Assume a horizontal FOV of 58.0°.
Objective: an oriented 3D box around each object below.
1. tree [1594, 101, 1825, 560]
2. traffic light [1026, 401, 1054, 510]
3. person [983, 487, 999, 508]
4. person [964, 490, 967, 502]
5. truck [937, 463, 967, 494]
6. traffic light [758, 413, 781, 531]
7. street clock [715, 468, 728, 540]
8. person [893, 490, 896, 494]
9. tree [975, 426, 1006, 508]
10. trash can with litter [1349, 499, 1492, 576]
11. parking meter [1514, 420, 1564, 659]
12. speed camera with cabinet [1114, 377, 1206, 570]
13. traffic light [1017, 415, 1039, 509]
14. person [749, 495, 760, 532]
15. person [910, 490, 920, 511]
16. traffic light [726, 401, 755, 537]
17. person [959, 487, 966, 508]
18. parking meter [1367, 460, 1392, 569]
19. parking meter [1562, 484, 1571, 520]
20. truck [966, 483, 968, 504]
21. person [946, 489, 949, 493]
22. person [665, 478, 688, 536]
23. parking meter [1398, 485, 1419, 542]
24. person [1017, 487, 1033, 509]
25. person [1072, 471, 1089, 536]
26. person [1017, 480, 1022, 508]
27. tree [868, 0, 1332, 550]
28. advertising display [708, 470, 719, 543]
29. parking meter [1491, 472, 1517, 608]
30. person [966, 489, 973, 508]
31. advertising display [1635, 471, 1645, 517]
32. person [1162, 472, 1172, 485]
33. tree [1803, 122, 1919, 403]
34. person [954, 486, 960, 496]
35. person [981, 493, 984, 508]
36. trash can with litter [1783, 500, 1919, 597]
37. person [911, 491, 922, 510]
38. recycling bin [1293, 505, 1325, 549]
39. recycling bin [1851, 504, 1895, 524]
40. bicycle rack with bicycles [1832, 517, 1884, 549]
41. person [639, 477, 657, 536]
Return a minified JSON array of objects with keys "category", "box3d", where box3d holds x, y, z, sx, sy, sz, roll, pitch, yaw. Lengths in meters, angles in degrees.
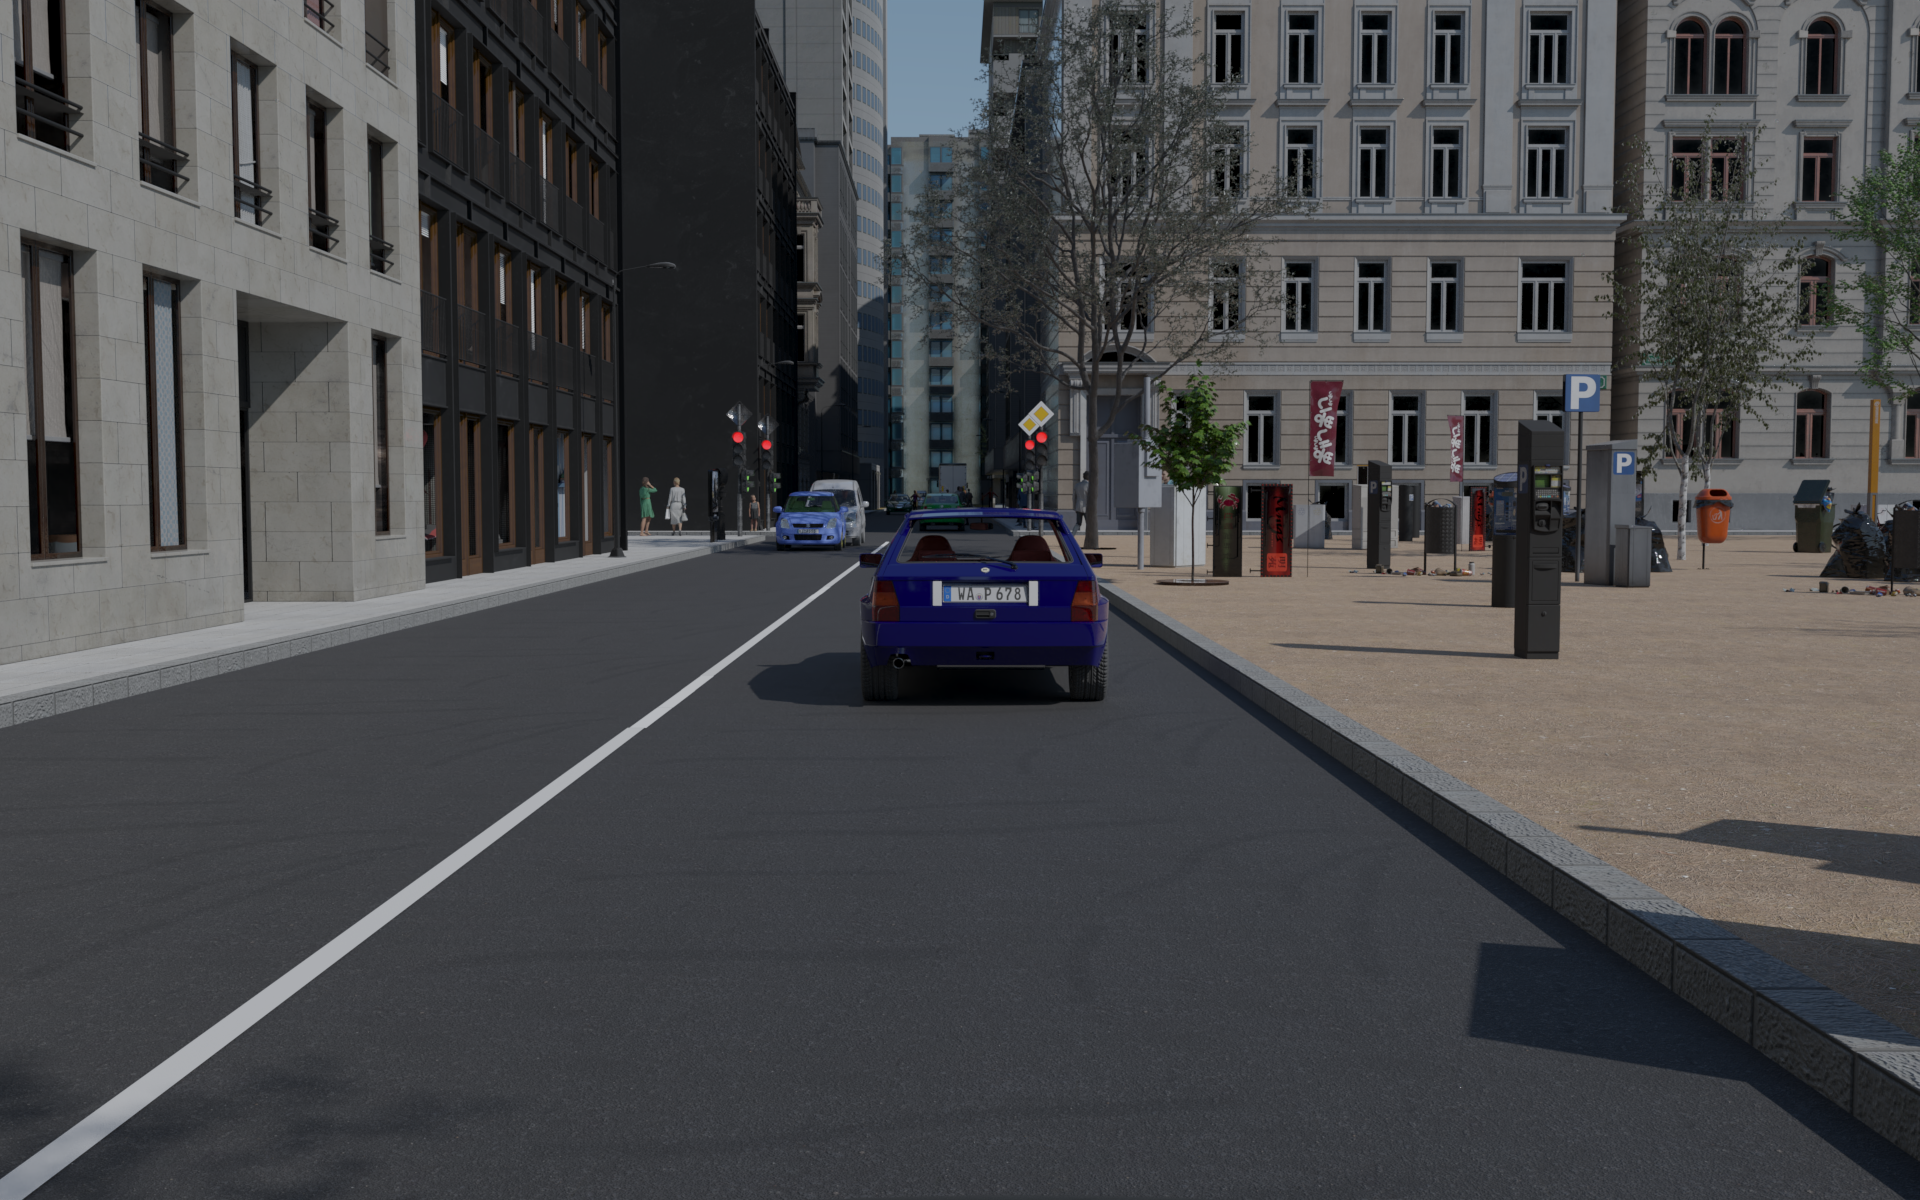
[{"category":"tree","box3d":[14.277,-5.096,33.687,4.360,8.622,3.978,0,3,0]},{"category":"traffic light","box3d":[2.429,-3.876,52.291,0.839,4.253,0.868,0,4,0]},{"category":"person","box3d":[2.555,-8.366,142.797,1.348,1.831,0.705,-1,4,-9]},{"category":"person","box3d":[0.434,-8.785,152.163,1.348,1.821,0.705,2,4,31]},{"category":"truck","box3d":[-0.737,-10.600,162.216,2.839,4.237,11.283,0,4,-1]},{"category":"traffic light","box3d":[-6.667,-4.361,60.221,0.839,4.253,0.868,0,4,0]},{"category":"street clock","box3d":[-6.668,-2.674,48.286,0.358,2.002,0.471,-3,4,-37]},{"category":"person","box3d":[-5.058,-7.805,136.835,0.721,1.735,1.217,1,4,9]},{"category":"tree","box3d":[3.563,-11.704,141.719,4.737,8.622,4.395,0,3,0]},{"category":"trash can with litter","box3d":[7.350,-1.016,27.668,2.233,1.210,1.678,3,5,39]},{"category":"parking meter","box3d":[4.520,-0.478,13.525,0.255,1.863,0.399,0,4,-1]},{"category":"speed camera with cabinet","box3d":[3.484,-2.185,30.064,0.660,3.252,2.038,3,5,41]},{"category":"traffic light","box3d":[2.394,-4.364,60.276,0.839,4.253,0.868,0,4,0]},{"category":"person","box3d":[-7.034,-2.968,59.235,0.362,1.253,0.373,0,4,-3]},{"category":"person","box3d":[-3.660,-7.882,138.054,1.217,1.739,0.721,2,4,33]},{"category":"traffic light","box3d":[-6.632,-3.872,52.236,0.839,4.253,0.868,0,4,0]},{"category":"person","box3d":[0.017,-4.314,79.438,0.834,1.777,0.661,1,4,8]},{"category":"parking meter","box3d":[7.183,-1.465,29.656,0.255,1.863,0.399,-2,4,-25]},{"category":"parking meter","box3d":[13.352,-1.836,38.435,0.372,1.533,0.369,0,3,0]},{"category":"truck","box3d":[-0.405,-12.658,196.720,2.967,4.110,18.799,0,4,-1]},{"category":"person","box3d":[-0.834,-7.258,127.506,0.599,1.781,0.374,0,4,6]},{"category":"person","box3d":[-8.691,-2.849,52.972,0.694,1.780,0.624,0,4,-3]},{"category":"parking meter","box3d":[12.073,-2.353,46.885,0.372,1.533,0.369,0,3,0]},{"category":"person","box3d":[2.526,-3.635,65.660,0.721,1.800,0.419,2,4,25]},{"category":"person","box3d":[2.946,-2.191,41.714,0.661,1.843,0.795,3,5,44]},{"category":"person","box3d":[2.578,-3.885,69.430,0.748,1.841,0.638,0,4,-4]},{"category":"tree","box3d":[3.181,-7.911,39.711,12.009,13.543,11.850,0,3,0]},{"category":"advertising display","box3d":[-6.570,-2.504,46.153,0.123,1.923,0.974,0,4,1]},{"category":"parking meter","box3d":[6.225,-0.686,19.620,0.372,1.533,0.369,0,3,0]},{"category":"person","box3d":[0.674,-7.252,127.035,0.622,1.834,0.822,1,4,9]},{"category":"advertising display","box3d":[18.401,-2.610,47.893,0.974,1.923,0.123,3,4,39]},{"category":"person","box3d":[4.285,-1.760,34.830,0.620,1.820,0.660,-3,4,-39]},{"category":"tree","box3d":[27.246,-7.431,47.259,9.928,11.665,9.643,0,3,0]},{"category":"person","box3d":[-0.191,-4.977,89.716,0.795,1.843,0.661,-2,4,-33]},{"category":"person","box3d":[2.114,-9.540,165.276,0.557,1.426,1.065,0,4,-6]},{"category":"trash can with litter","box3d":[11.840,-0.683,22.231,2.233,1.210,1.678,3,4,38]},{"category":"person","box3d":[-3.835,-8.734,151.828,1.217,1.766,0.721,2,4,33]},{"category":"recycling bin","box3d":[8.270,-1.744,41.064,0.722,1.027,0.722,1,4,10]},{"category":"recycling bin","box3d":[21.961,-1.782,41.689,0.722,1.027,0.722,-2,4,-28]},{"category":"bicycle rack with bicycles","box3d":[21.605,-1.569,39.028,2.852,0.926,2.925,-2,4,-27]},{"category":"person","box3d":[-9.622,-2.853,52.943,0.600,1.795,0.529,3,4,38]}]
